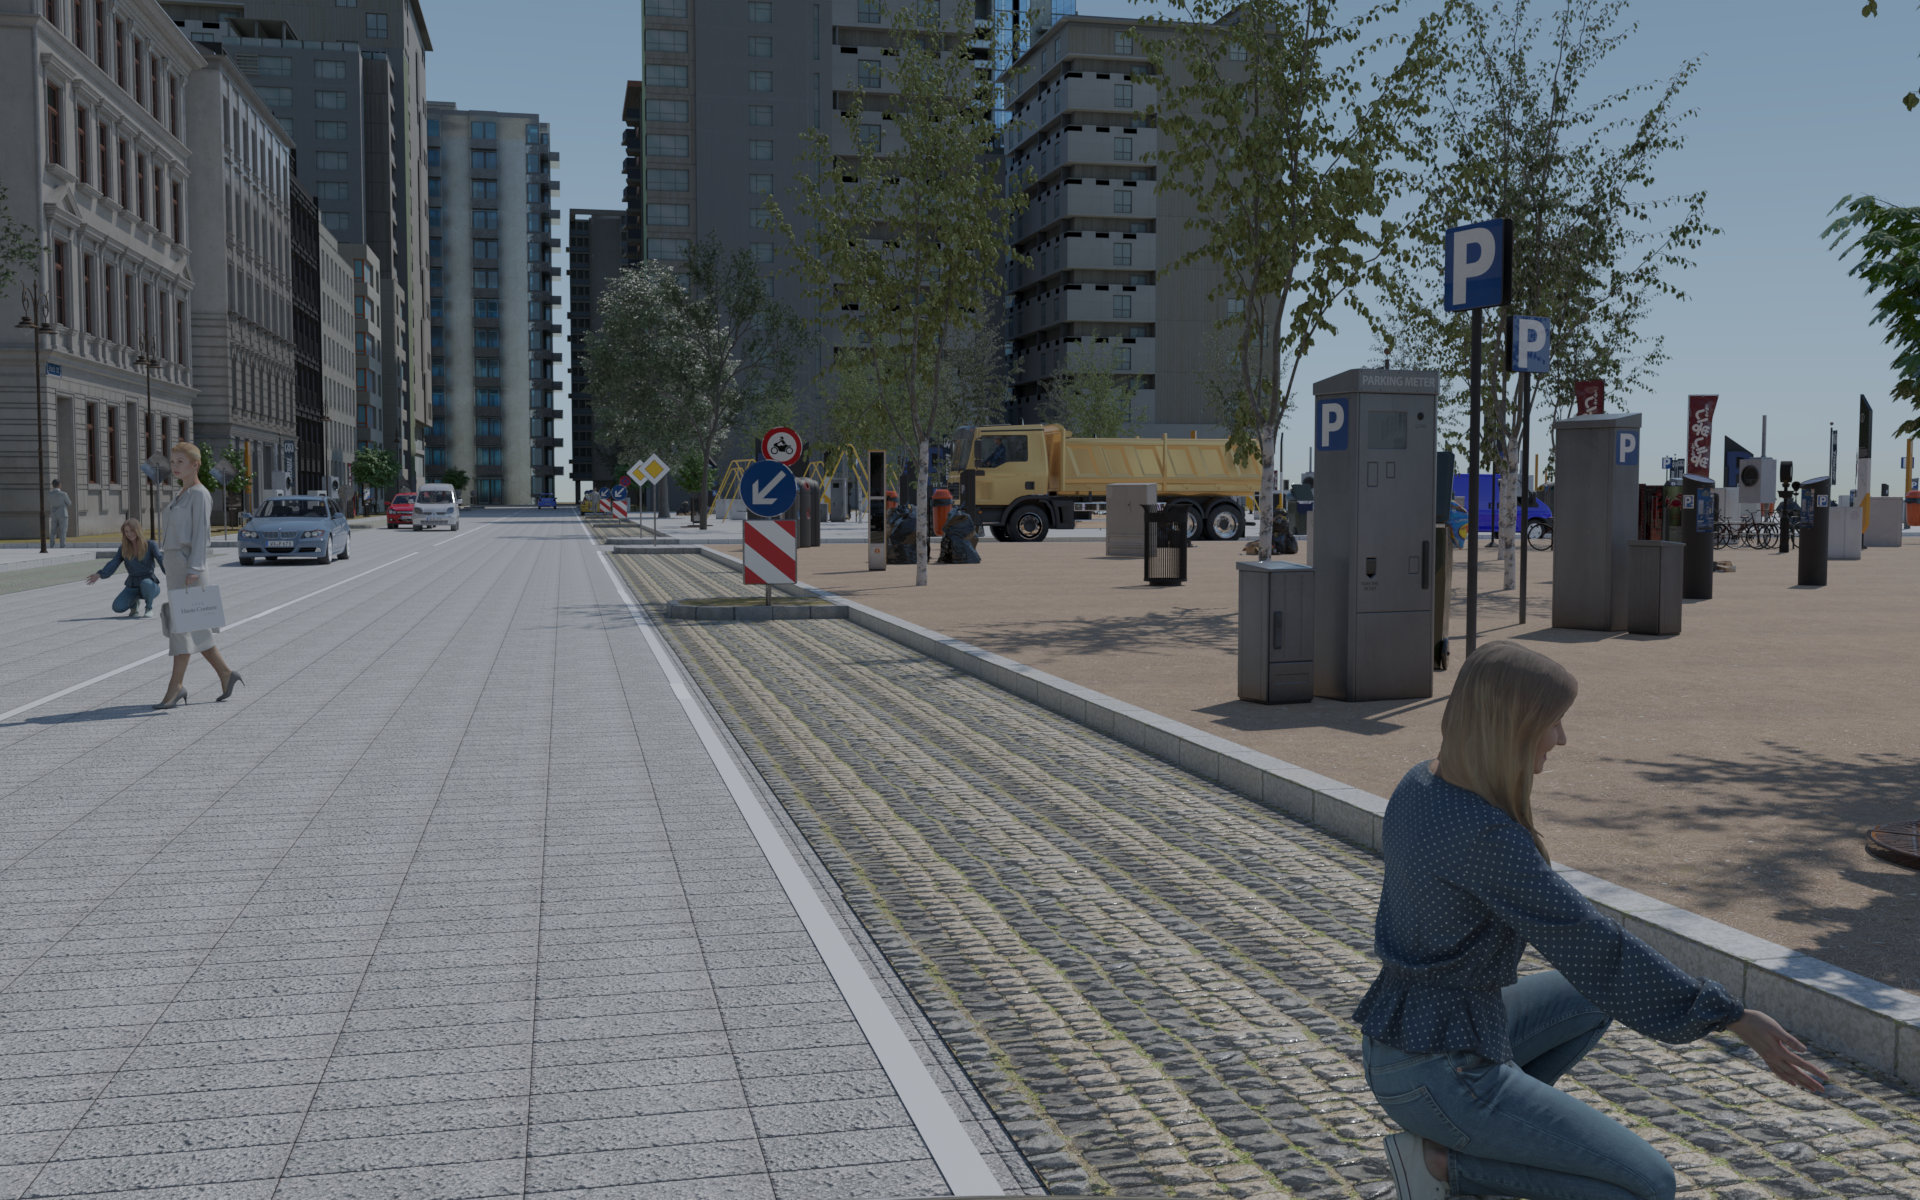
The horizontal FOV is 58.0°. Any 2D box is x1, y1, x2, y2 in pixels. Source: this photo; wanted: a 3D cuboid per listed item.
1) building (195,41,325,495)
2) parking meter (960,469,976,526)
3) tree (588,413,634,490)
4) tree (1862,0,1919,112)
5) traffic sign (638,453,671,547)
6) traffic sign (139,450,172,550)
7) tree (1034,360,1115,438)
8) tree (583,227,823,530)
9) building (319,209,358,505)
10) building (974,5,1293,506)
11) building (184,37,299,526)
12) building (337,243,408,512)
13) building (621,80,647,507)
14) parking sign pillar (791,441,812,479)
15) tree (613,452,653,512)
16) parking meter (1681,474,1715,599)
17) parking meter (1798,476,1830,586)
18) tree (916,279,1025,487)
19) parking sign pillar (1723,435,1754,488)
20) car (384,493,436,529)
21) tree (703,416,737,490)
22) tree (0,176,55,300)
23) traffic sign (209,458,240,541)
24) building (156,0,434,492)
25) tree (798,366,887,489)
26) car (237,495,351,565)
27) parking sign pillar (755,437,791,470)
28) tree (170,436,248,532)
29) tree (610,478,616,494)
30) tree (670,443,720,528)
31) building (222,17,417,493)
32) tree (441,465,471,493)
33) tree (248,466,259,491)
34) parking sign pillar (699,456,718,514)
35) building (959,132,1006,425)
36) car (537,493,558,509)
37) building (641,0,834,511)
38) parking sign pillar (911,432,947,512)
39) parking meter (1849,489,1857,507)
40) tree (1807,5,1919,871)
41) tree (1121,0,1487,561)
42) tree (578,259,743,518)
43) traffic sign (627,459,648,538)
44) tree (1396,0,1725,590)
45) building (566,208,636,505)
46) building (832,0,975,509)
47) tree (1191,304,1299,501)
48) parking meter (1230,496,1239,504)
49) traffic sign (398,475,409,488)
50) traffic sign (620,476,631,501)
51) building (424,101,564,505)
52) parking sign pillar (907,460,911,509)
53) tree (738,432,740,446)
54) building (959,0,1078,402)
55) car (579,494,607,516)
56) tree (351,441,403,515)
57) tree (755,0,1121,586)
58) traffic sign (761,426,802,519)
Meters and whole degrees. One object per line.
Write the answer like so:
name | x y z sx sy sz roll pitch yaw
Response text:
building | -41.655 -16.066 92.351 12.332 23.373 15.834 -1 4 -13
parking meter | 0.179 -2.144 40.762 0.255 1.863 0.399 -2 4 -25
tree | -29.008 -11.969 146.049 4.360 8.622 3.978 0 3 0
tree | 6.532 -3.644 9.936 4.737 8.622 4.395 0 3 0
traffic sign | -7.460 -2.364 42.302 0.795 2.450 0.064 -1 4 -13
traffic sign | -18.427 -2.213 39.826 0.795 2.450 0.064 -1 4 -13
tree | 6.222 -8.890 95.710 4.360 8.622 3.978 0 3 0
tree | -9.173 -7.766 61.380 8.767 10.594 7.601 0 4 -8
building | -44.344 -15.524 108.568 10.420 20.320 16.860 -1 4 -13
building | 18.593 -36.999 194.176 27.495 52.752 28.713 -1 4 -13
building | -35.633 -13.895 76.340 9.793 20.994 18.267 -1 4 -13
building | -57.669 -17.495 131.080 27.650 21.520 28.899 -1 4 -13
building | -24.442 -32.404 184.431 22.147 44.769 28.867 -1 4 -13
parking sign pillar | -8.233 -6.109 88.356 1.447 3.967 1.447 1 4 16
tree | -23.597 -8.679 125.609 4.285 4.588 4.351 0 3 0
parking meter | 9.043 -0.784 21.236 0.372 1.533 0.369 0 3 0
parking meter | 11.994 -0.974 24.329 0.372 1.533 0.369 0 3 0
tree | 0.220 -6.702 59.936 4.360 8.622 3.978 0 3 0
parking sign pillar | 35.629 -5.547 79.162 1.447 3.967 1.447 0 4 2
car | -22.918 -3.877 72.423 2.155 1.783 4.494 -1 4 -14
tree | -16.725 -10.060 114.839 4.360 8.622 3.978 0 3 0
tree | -17.429 -5.560 25.322 8.767 10.594 7.601 1 4 17
traffic sign | -20.206 -2.689 47.611 0.795 2.450 0.064 -1 4 -13
building | -67.870 -35.771 174.088 27.495 52.752 28.713 -1 4 -13
tree | -7.045 -9.058 98.468 4.360 8.622 3.978 0 3 0
car | -13.965 -1.499 36.503 2.014 1.417 4.499 -1 4 -12
parking sign pillar | -8.995 -5.714 81.890 1.447 3.967 1.447 -1 4 -18
tree | -25.404 -3.895 58.286 1.663 3.219 1.824 0 3 0
tree | -36.152 -11.412 181.188 1.663 3.219 1.824 0 3 0
tree | -10.288 -4.544 68.899 1.663 3.219 1.824 0 3 0
building | -56.273 -28.710 152.998 14.154 41.232 14.086 -1 4 -13
tree | -57.075 -12.980 195.937 4.285 4.588 4.351 0 3 0
tree | -25.427 -4.045 60.736 1.663 3.219 1.824 0 3 0
parking sign pillar | -15.935 -7.432 109.983 1.447 3.967 1.447 -3 5 -41
building | -3.203 -31.376 196.596 14.086 41.232 14.154 -1 4 -13
car | -39.101 -9.445 164.018 1.945 1.707 3.694 -1 4 -14
building | -17.723 -27.650 135.668 14.154 41.232 14.086 -1 4 -13
parking sign pillar | -1.026 -5.129 72.337 1.447 3.967 1.447 -1 4 -22
parking meter | 46.502 -4.999 90.138 0.372 1.533 0.369 0 3 0
tree | 3.876 -0.691 5.901 1.663 3.219 1.824 0 3 0
tree | 3.592 -4.197 18.976 4.737 8.622 4.395 0 3 0
tree | -16.066 -11.444 93.770 9.857 13.997 8.962 0 3 0
traffic sign | -9.239 -2.841 50.087 0.795 2.450 0.064 -1 4 -13
tree | 7.619 -4.450 23.115 4.360 8.622 3.978 0 3 0
building | -38.498 -32.545 223.996 23.993 40.220 32.217 -1 4 -13
building | -14.131 -34.758 157.530 28.713 52.752 27.495 -1 4 -13
tree | 11.050 -7.202 68.111 4.360 8.622 3.978 0 3 0
parking meter | 12.056 -4.140 76.100 0.372 1.533 0.369 0 3 0
traffic sign | -38.666 -7.353 120.222 0.884 2.594 0.081 0 4 -8
traffic sign | -23.466 -7.421 121.447 0.768 2.556 0.104 0 4 -7
building | -64.769 -36.337 213.723 30.456 49.044 23.786 -1 4 -13
parking sign pillar | -3.440 -7.989 119.087 1.447 3.967 1.447 2 4 32
tree | -11.466 -9.758 109.912 4.737 8.622 4.395 0 3 0
building | 3.436 -55.951 227.472 31.000 86.520 22.319 -1 4 -13
car | -24.626 -6.499 116.488 2.015 1.641 3.980 -1 4 -11
tree | -35.902 -7.502 106.373 4.285 4.588 4.351 0 3 0
tree | -0.628 -4.521 24.274 4.737 8.622 4.395 0 3 0
traffic sign | -3.363 -1.997 32.753 0.768 2.556 0.104 0 4 -5
